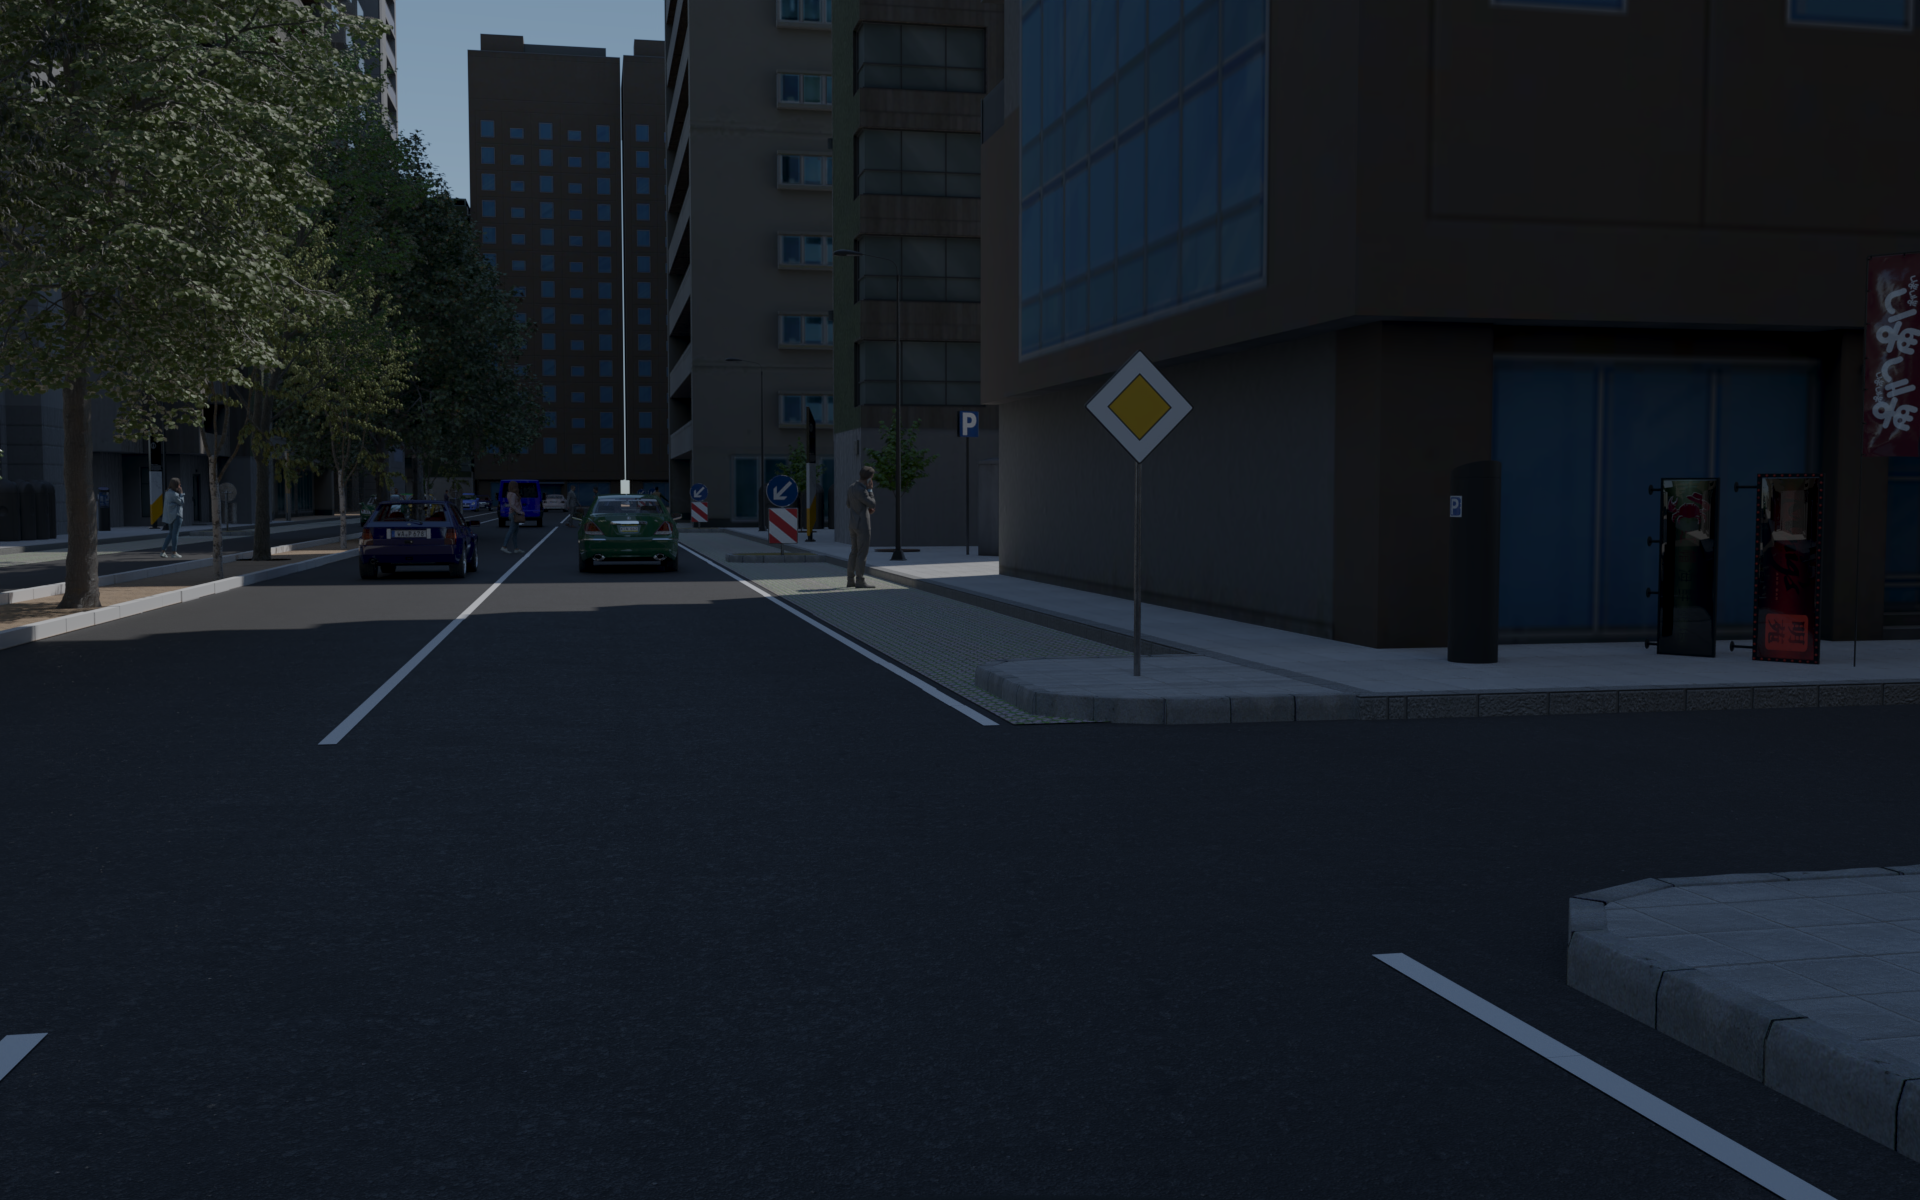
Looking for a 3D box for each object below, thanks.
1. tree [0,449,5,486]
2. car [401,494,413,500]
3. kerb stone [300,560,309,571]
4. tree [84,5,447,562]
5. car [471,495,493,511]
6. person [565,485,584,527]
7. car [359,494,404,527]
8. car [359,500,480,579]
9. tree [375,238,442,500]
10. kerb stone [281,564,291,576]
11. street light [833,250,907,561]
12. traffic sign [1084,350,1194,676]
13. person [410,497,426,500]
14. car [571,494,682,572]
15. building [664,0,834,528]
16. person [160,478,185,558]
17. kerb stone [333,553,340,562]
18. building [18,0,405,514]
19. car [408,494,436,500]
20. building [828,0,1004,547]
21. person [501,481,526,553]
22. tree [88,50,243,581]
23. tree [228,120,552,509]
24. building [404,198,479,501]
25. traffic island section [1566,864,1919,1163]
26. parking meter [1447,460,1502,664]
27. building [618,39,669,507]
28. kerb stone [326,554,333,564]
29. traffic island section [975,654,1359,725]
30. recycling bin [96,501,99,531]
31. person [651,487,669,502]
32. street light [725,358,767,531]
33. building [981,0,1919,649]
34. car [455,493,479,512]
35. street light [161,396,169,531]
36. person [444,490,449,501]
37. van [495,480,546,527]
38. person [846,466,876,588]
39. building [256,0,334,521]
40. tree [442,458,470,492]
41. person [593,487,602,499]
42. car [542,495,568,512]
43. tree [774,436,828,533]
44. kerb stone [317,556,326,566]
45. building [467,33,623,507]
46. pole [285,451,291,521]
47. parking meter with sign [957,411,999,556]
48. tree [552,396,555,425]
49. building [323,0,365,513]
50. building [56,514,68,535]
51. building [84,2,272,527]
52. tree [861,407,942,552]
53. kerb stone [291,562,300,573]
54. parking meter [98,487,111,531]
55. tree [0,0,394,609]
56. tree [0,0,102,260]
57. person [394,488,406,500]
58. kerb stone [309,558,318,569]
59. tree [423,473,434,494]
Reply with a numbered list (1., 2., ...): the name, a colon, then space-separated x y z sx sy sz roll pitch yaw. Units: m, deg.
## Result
1. tree: -33.800 -4.048 60.781 1.663 3.219 1.824 0 3 0
2. car: -38.174 -6.753 119.215 1.959 1.807 4.718 -1 4 -13
3. kerb stone: -12.374 -0.618 32.417 0.120 0.150 1.000 -1 4 -12
4. tree: -14.801 -6.630 36.616 9.928 11.665 9.643 0 3 0
5. car: -40.738 -8.255 147.548 1.945 1.354 3.894 -1 4 -13
6. person: -16.631 -4.026 74.443 0.853 1.813 0.709 1 4 12
7. car: -25.747 -4.028 77.660 2.131 1.459 4.920 -1 4 -12
8. car: -9.534 -1.106 30.665 1.945 1.354 3.894 -1 4 -11
9. tree: -15.994 -5.620 44.713 4.737 8.622 4.395 0 3 0
10. kerb stone: -11.948 -0.501 30.412 0.120 0.150 1.000 -1 4 -12
11. street light: -1.722 -3.709 33.181 1.470 5.913 1.316 -1 4 -12
12. traffic sign: 1.246 -0.520 12.152 0.795 2.450 0.064 -1 4 -12
13. person: -29.349 -5.199 94.030 1.217 1.766 0.721 -3 5 -41
14. car: -6.386 -1.314 33.280 2.131 1.459 4.920 -1 4 -11
15. building: -1.848 -27.701 76.620 21.300 48.544 21.600 -1 4 -12
16. person: -17.728 -1.847 38.955 0.793 1.790 0.793 1 4 10
17. kerb stone: -13.232 -0.871 36.431 0.120 0.150 1.000 -1 4 -12
18. building: -60.807 -36.637 141.014 28.212 58.520 21.231 -1 4 -12
19. car: -31.352 -5.544 100.865 2.015 1.641 3.980 -1 4 -10
20. building: 3.044 -16.977 49.284 14.160 30.474 14.107 -1 4 -12
21. person: -10.861 -2.012 41.984 0.643 1.750 0.593 -2 4 -29
22. tree: -12.107 -4.598 27.996 4.737 8.622 4.395 0 3 0
23. tree: -17.567 -8.131 52.413 9.611 12.733 9.660 0 3 0
24. building: -54.768 -24.359 169.966 14.107 30.474 14.160 -1 4 -12
25. traffic island section: 2.928 1.092 4.423 2.009 0.180 2.903 -1 4 -12
26. parking meter: 3.926 -0.294 13.222 0.372 1.533 0.369 0 3 0
27. building: -26.770 -32.130 175.437 14.200 45.320 14.600 -1 4 -12
28. kerb stone: -13.017 -0.809 35.422 0.120 0.150 1.000 -1 4 -12
29. traffic island section: 1.267 0.614 12.234 2.009 0.180 2.903 -1 4 -12
30. recycling bin: -30.537 -2.971 61.131 0.722 1.027 0.722 -1 4 -17
31. person: -15.597 -4.932 89.234 1.348 1.812 0.705 0 4 8
32. street light: -7.309 -5.306 59.302 1.470 5.913 1.316 -1 4 -12
33. building: 8.648 -22.669 20.745 14.200 45.320 14.600 -1 4 -12
34. car: -39.687 -7.945 139.490 1.945 1.707 3.694 -1 4 -12
35. street light: -27.365 -5.401 60.841 1.470 5.913 1.316 -1 4 -12
36. person: -33.281 -6.288 112.231 0.530 1.710 0.541 -1 4 -15
37. van: -19.438 -4.418 76.619 2.240 2.365 5.245 -1 4 -14
38. person: -1.474 -1.100 26.287 0.447 1.846 0.655 -2 4 -30
39. building: -45.840 -28.529 90.158 21.300 48.544 21.600 -1 4 -12
40. tree: -21.287 -7.118 69.194 4.737 8.622 4.395 0 3 0
41. person: -16.802 -4.368 80.261 0.721 1.781 0.623 -2 4 -27
42. car: -32.212 -7.678 137.902 2.083 1.381 4.827 -1 4 -10
43. tree: -5.429 -3.862 57.747 1.663 3.219 1.824 0 3 0
44. kerb stone: -12.794 -0.748 34.424 0.120 0.150 1.000 -1 4 -12
45. building: -41.133 -32.008 173.434 14.200 45.320 14.600 -1 4 -12
46. pole: -31.951 -5.411 82.313 0.158 3.312 0.155 0 3 0
47. parking meter with sign: 0.730 -2.422 35.856 0.543 3.016 1.738 -3 5 -43
48. tree: -19.500 -8.719 62.026 9.611 12.733 9.660 0 3 0
49. building: -52.207 -30.321 115.352 23.786 49.044 30.456 -1 4 -12
50. building: -36.115 -30.408 39.172 21.231 58.520 28.212 -1 4 -12
51. building: -36.722 -18.223 69.653 14.160 30.474 14.107 -1 4 -12
52. tree: -1.465 -2.693 38.639 1.663 3.219 1.824 0 3 0
53. kerb stone: -12.165 -0.564 31.415 0.120 0.150 1.000 -1 4 -12
54. parking meter: -29.666 -3.157 60.030 0.372 1.533 0.369 0 3 0
55. tree: -11.196 -6.186 21.722 7.486 12.596 7.792 0 3 0
56. tree: -9.970 -3.829 15.430 4.360 8.622 3.978 0 3 0
57. person: -28.679 -4.825 88.109 1.217 1.743 0.721 -1 4 -10
58. kerb stone: -12.584 -0.684 33.417 0.120 0.150 1.000 -1 4 -12
59. tree: -48.714 -9.970 157.606 1.663 3.219 1.824 0 3 0
